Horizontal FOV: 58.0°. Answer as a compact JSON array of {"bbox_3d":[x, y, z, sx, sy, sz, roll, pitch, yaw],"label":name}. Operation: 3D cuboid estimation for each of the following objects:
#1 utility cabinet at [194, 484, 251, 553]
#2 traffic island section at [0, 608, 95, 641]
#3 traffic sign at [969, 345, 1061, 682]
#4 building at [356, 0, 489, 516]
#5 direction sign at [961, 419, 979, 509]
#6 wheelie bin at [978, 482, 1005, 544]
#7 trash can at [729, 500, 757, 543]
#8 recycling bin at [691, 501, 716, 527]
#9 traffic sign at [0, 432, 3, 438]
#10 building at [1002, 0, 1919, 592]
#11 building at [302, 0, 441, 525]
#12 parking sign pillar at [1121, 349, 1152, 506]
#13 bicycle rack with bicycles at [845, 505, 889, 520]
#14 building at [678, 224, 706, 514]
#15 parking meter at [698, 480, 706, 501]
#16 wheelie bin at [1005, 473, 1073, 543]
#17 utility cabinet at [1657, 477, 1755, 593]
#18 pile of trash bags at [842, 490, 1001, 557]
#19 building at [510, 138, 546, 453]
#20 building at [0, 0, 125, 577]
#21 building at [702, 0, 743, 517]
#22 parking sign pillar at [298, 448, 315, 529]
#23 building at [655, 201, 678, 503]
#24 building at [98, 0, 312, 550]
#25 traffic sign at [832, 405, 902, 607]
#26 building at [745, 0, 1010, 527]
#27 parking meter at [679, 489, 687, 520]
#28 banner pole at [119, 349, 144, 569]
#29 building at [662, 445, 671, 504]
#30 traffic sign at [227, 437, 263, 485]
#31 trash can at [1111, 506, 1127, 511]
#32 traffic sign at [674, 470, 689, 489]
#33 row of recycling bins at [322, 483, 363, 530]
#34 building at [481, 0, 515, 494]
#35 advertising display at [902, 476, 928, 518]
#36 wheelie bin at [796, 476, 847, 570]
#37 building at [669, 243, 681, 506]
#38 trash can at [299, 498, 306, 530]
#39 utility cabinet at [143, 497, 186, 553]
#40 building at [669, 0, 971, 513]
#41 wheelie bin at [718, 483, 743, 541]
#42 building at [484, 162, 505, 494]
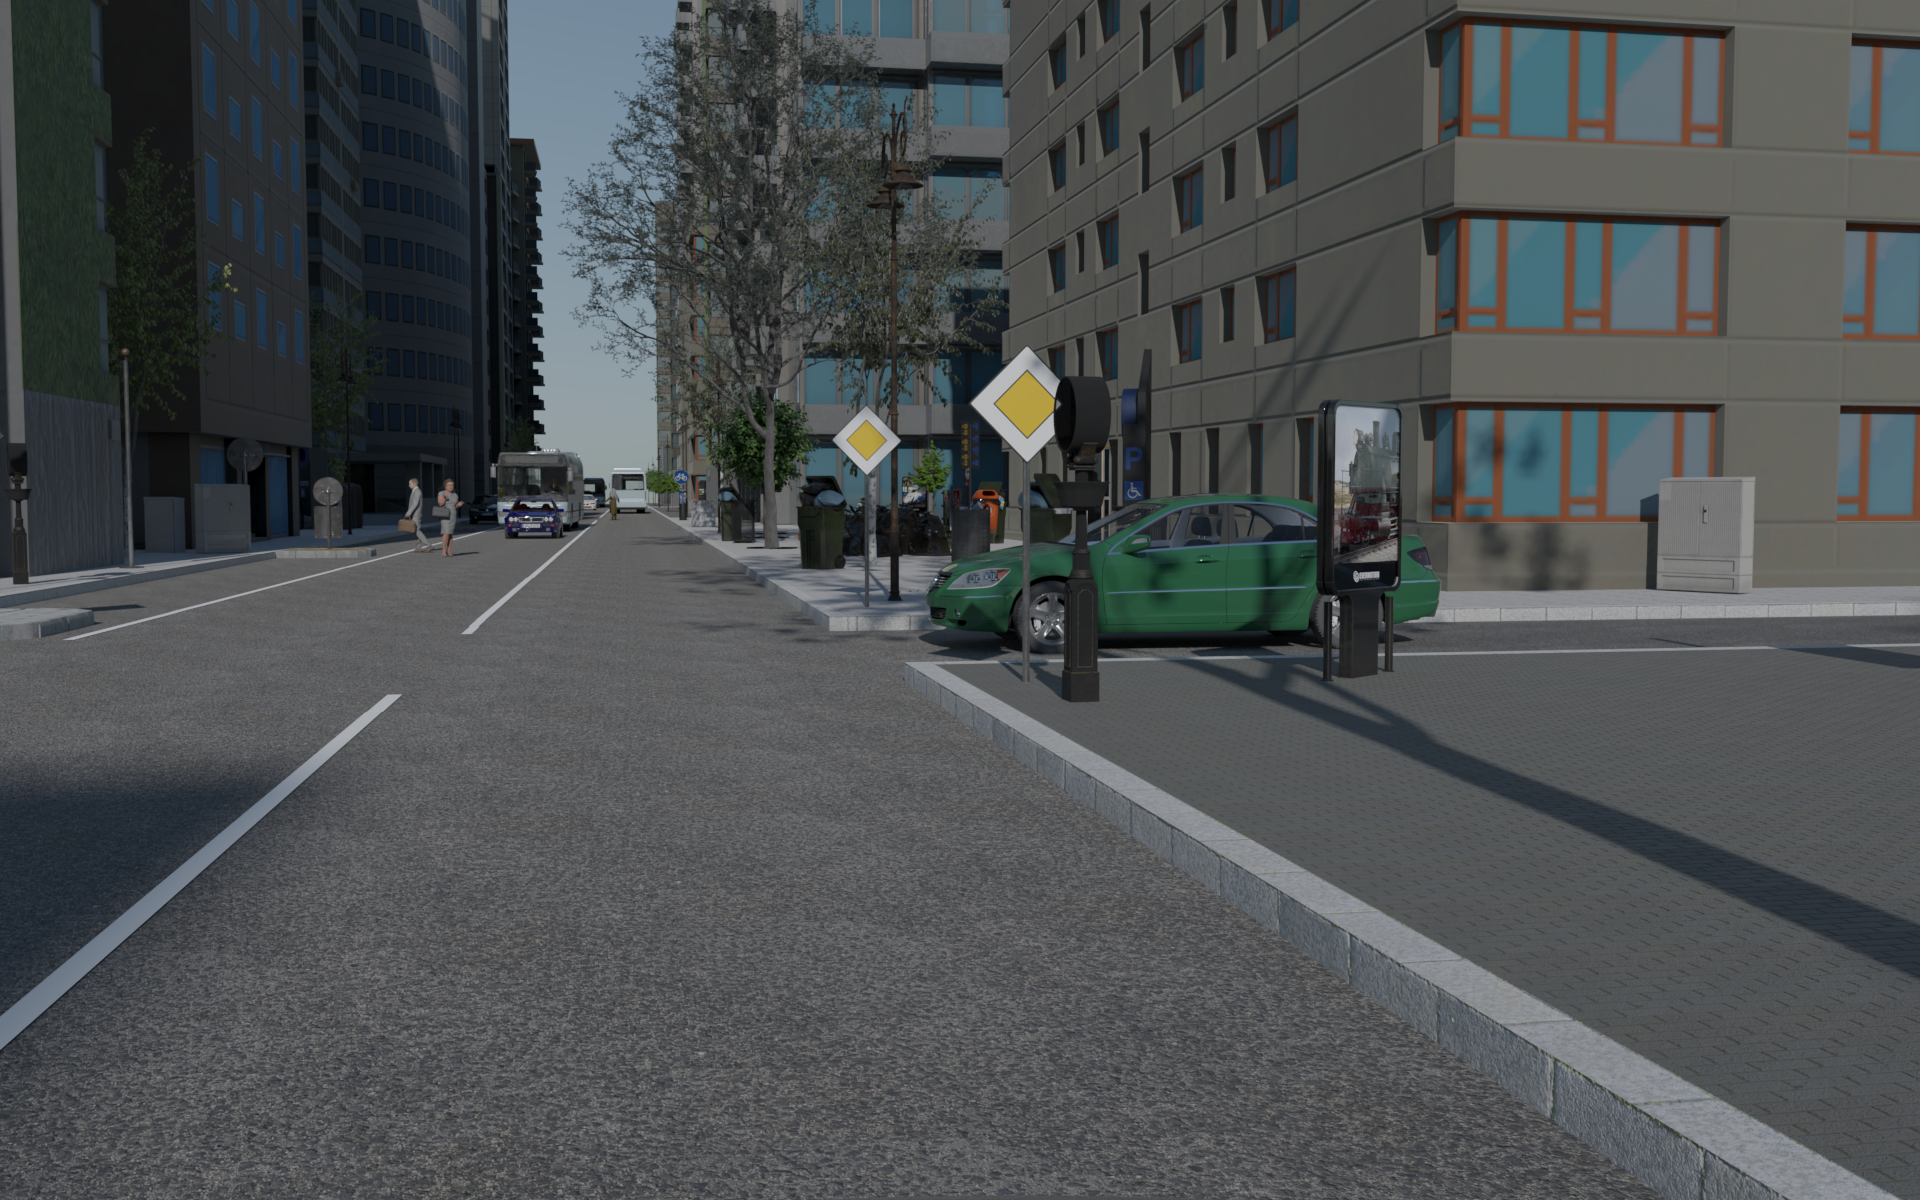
[{"bbox_3d":[-15.984,-1.768,37.580,0.318,1.500,1.173,2,4,30],"label":"utility cabinet"},{"bbox_3d":[-10.310,0.266,17.926,2.009,0.180,2.903,-1,4,-11],"label":"traffic island section"},{"bbox_3d":[0.448,-0.497,11.771,0.795,2.450,0.064,-1,4,-11],"label":"traffic sign"},{"bbox_3d":[-40.110,-34.251,102.007,21.231,58.520,28.212,-1,4,-11],"label":"building"},{"bbox_3d":[0.314,-3.724,52.882,0.379,3.537,0.876,-3,4,-37],"label":"direction sign"},{"bbox_3d":[0.786,-2.264,44.927,0.980,1.594,0.693,2,4,30],"label":"wheelie bin"},{"bbox_3d":[-5.669,-2.057,45.283,0.748,1.137,0.748,0,3,0],"label":"trash can"},{"bbox_3d":[-9.983,-3.356,67.429,0.722,1.027,0.722,-3,4,-39],"label":"recycling bin"},{"bbox_3d":[-10.288,-0.870,17.868,0.795,2.450,0.064,-1,4,-11],"label":"traffic sign"},{"bbox_3d":[17.998,-11.825,38.386,28.899,21.520,27.650,-1,4,-11],"label":"building"},{"bbox_3d":[-39.728,-23.418,74.761,32.217,40.220,23.993,-1,4,-11],"label":"building"},{"bbox_3d":[3.237,-2.642,31.663,1.447,3.967,1.447,1,4,11],"label":"parking sign pillar"},{"bbox_3d":[-3.152,-2.659,56.862,2.925,0.926,2.852,3,5,43],"label":"bicycle rack with bicycles"},{"bbox_3d":[-6.014,-17.160,125.599,27.650,21.520,28.899,-1,4,-11],"label":"building"},{"bbox_3d":[-10.712,-4.057,72.037,0.255,1.863,0.399,0,4,5],"label":"parking meter"},{"bbox_3d":[1.288,-1.130,26.383,0.693,1.594,0.980,2,4,35],"label":"wheelie bin"},{"bbox_3d":[9.702,-0.850,22.572,0.318,1.500,1.173,-2,4,-34],"label":"utility cabinet"},{"bbox_3d":[-0.765,-1.628,36.363,3.447,1.369,1.912,-1,4,-22],"label":"pile of trash bags"},{"bbox_3d":[-61.360,-33.773,206.807,22.147,44.769,28.867,-1,4,-11],"label":"building"},{"bbox_3d":[-20.936,-20.728,22.497,14.154,41.232,14.086,-1,4,-11],"label":"building"},{"bbox_3d":[-8.222,-25.635,102.733,14.154,41.232,14.086,-1,4,-11],"label":"building"},{"bbox_3d":[-24.281,-4.585,63.432,1.447,3.967,1.447,0,4,5],"label":"parking sign pillar"},{"bbox_3d":[-35.784,-34.305,244.478,14.154,41.232,14.086,-1,4,-11],"label":"building"},{"bbox_3d":[-25.449,-24.092,44.013,14.600,45.320,14.200,-1,4,-11],"label":"building"},{"bbox_3d":[-1.058,-0.977,19.613,0.795,2.450,0.064,-1,4,-11],"label":"traffic sign"},{"bbox_3d":[0.744,-28.177,80.300,23.786,49.044,30.456,-1,4,-11],"label":"building"},{"bbox_3d":[-13.535,-4.660,84.596,0.372,1.533,0.369,0,3,0],"label":"parking meter"},{"bbox_3d":[-14.441,-2.452,30.107,0.401,3.779,0.863,-1,4,-22],"label":"banner pole"},{"bbox_3d":[-26.973,-55.609,221.871,22.319,86.520,31.000,-1,4,-11],"label":"building"},{"bbox_3d":[-16.105,-2.381,39.040,0.768,2.556,0.104,-1,4,-11],"label":"traffic sign"},{"bbox_3d":[2.208,-0.574,21.036,0.748,1.137,0.748,0,3,0],"label":"trash can"},{"bbox_3d":[-14.545,-5.522,90.386,0.768,2.556,0.104,-1,4,-10],"label":"traffic sign"},{"bbox_3d":[-22.656,-3.446,63.451,1.069,1.692,3.534,-1,4,-8],"label":"row of recycling bins"},{"bbox_3d":[-55.781,-45.485,181.926,20.563,71.187,20.611,-1,4,-11],"label":"building"},{"bbox_3d":[-1.658,-3.564,63.481,0.974,1.923,0.123,1,4,22],"label":"advertising display"},{"bbox_3d":[-2.360,-1.326,29.587,0.980,1.594,0.693,3,4,36],"label":"wheelie bin"},{"bbox_3d":[-26.491,-26.242,200.752,14.160,30.474,14.107,-1,4,-11],"label":"building"},{"bbox_3d":[-23.744,-3.069,61.833,0.748,1.137,0.748,0,3,0],"label":"trash can"},{"bbox_3d":[-17.422,-1.639,37.953,1.020,1.237,0.306,2,4,30],"label":"utility cabinet"},{"bbox_3d":[-13.857,-32.673,153.810,23.786,49.044,30.456,-1,4,-11],"label":"building"},{"bbox_3d":[-6.256,-2.405,47.223,0.693,1.594,0.980,-1,4,-9],"label":"wheelie bin"},{"bbox_3d":[-45.807,-22.784,144.225,14.160,30.474,14.107,-1,4,-11],"label":"building"}]
